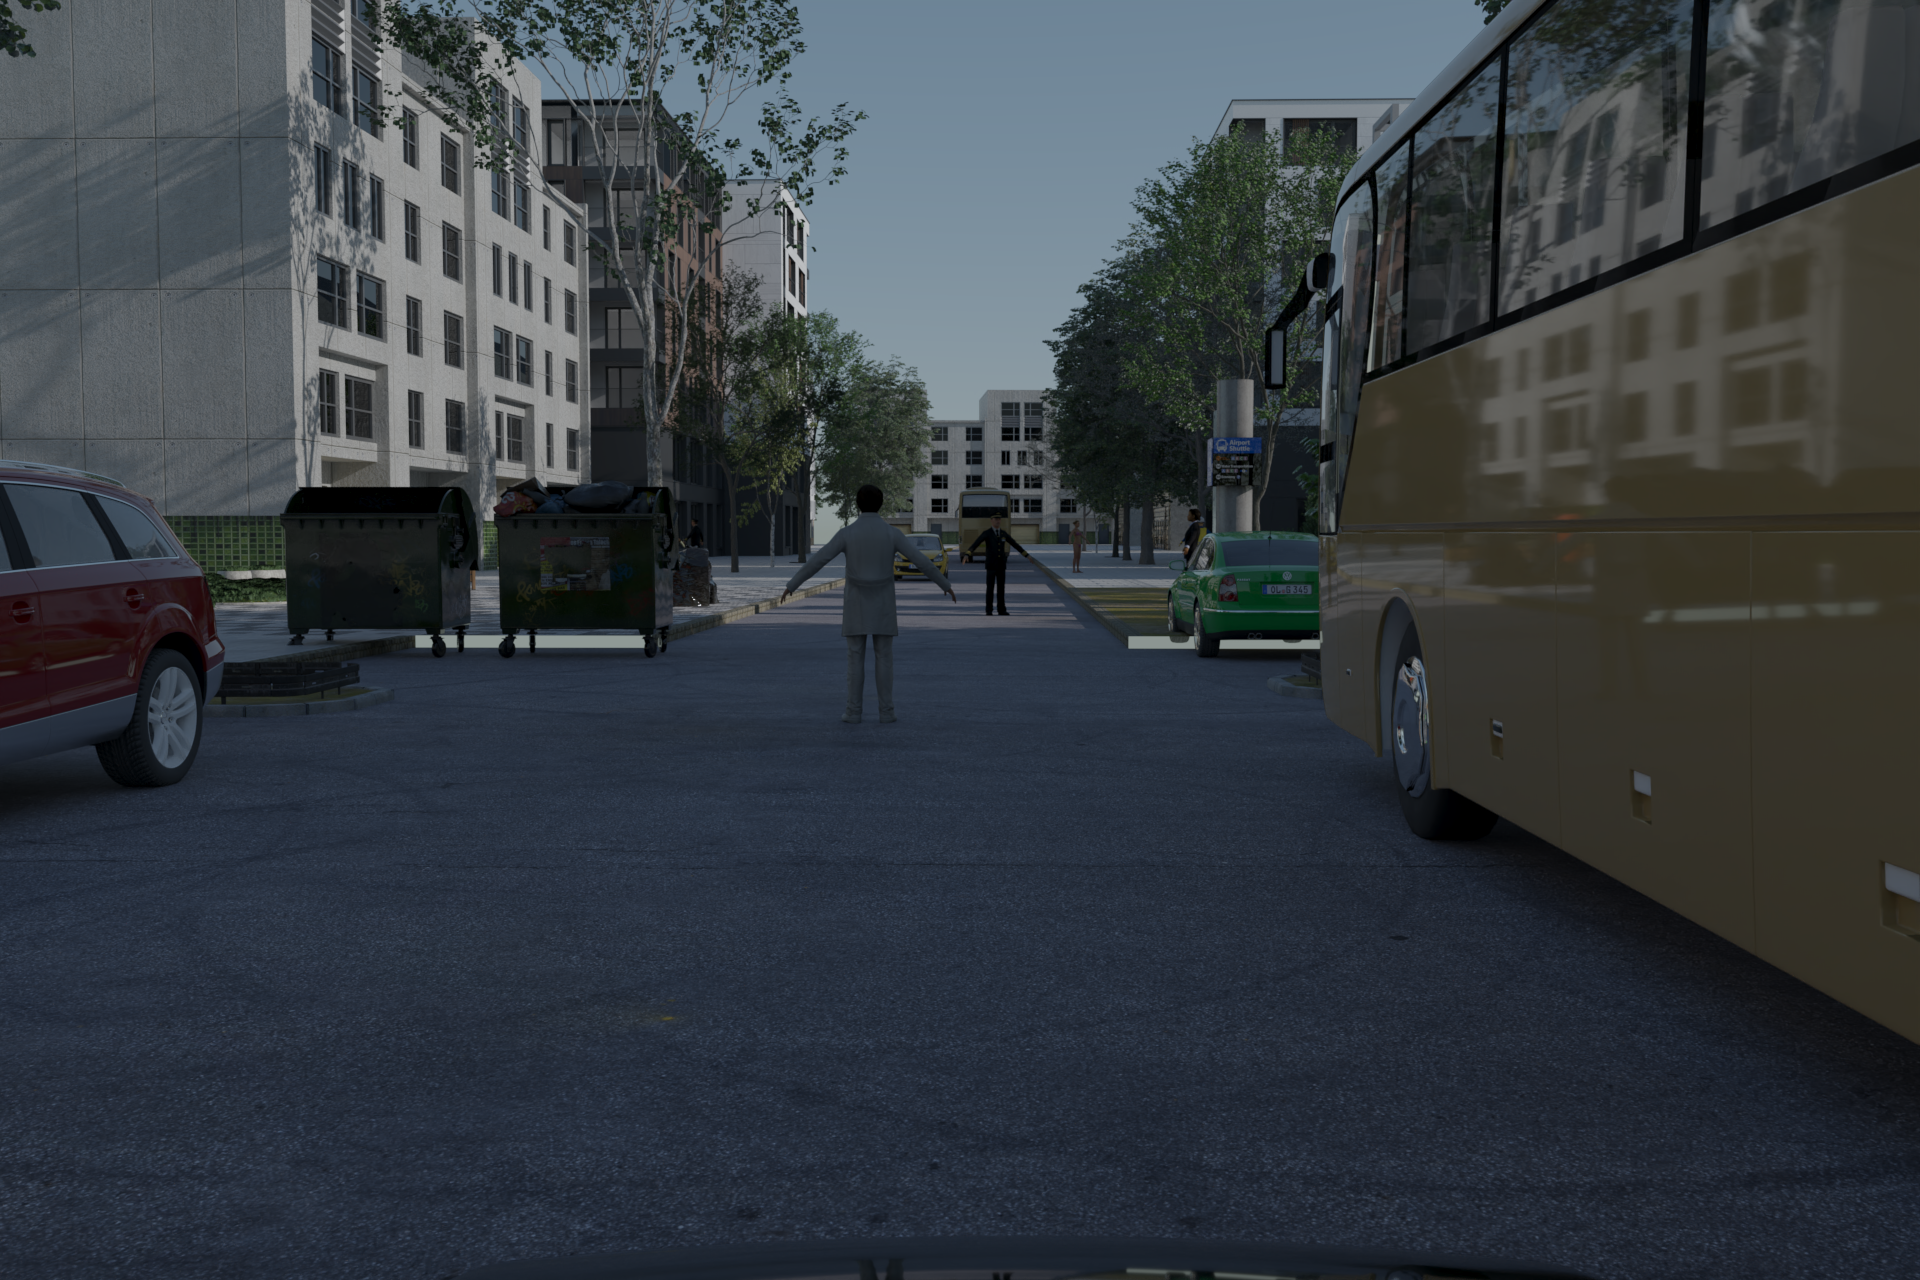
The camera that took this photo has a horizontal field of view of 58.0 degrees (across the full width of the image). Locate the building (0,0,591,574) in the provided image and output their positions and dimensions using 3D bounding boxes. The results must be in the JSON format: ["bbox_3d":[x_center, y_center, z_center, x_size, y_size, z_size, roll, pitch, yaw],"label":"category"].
[{"bbox_3d":[-24.929,-11.829,59.864,16.747,18.905,31.486,0,4,2],"label":"building"}]

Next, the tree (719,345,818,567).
[{"bbox_3d":[-7.356,-7.151,67.288,4.737,8.622,4.395,0,3,0],"label":"tree"}]

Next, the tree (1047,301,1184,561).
[{"bbox_3d":[8.117,-10.107,83.381,7.486,12.596,7.792,0,3,0],"label":"tree"}]

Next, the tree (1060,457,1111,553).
[{"bbox_3d":[9.064,-10.165,116.562,4.737,8.622,4.395,0,3,0],"label":"tree"}]

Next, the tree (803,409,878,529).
[{"bbox_3d":[-6.124,-8.948,96.669,4.360,8.622,3.978,0,3,0],"label":"tree"}]

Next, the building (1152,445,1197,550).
[{"bbox_3d":[25.811,-19.122,143.580,19.493,23.208,18.063,0,4,1],"label":"building"}]

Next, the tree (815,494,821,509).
[{"bbox_3d":[-19.605,-16.498,220.097,4.737,8.622,4.395,0,3,0],"label":"tree"}]

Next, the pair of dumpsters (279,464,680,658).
[{"bbox_3d":[-5.614,-0.946,20.420,4.436,2.255,1.574,0,4,1],"label":"pair of dumpsters"}]

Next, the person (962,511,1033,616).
[{"bbox_3d":[0.642,-1.350,30.467,1.347,1.837,0.705,-1,4,-22],"label":"person"}]

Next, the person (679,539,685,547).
[{"bbox_3d":[-8.464,-2.626,49.069,1.346,1.812,0.704,1,4,11],"label":"person"}]

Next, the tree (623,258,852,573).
[{"bbox_3d":[-7.422,-7.554,57.923,8.767,10.594,7.601,1,4,13],"label":"tree"}]

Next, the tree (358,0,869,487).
[{"bbox_3d":[-8.466,-11.366,41.726,12.611,20.169,13.585,0,3,0],"label":"tree"}]

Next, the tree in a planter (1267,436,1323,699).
[{"bbox_3d":[3.856,-1.131,15.707,1.991,3.239,1.994,0,4,1],"label":"tree in a planter"}]

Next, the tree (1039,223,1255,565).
[{"bbox_3d":[7.963,-10.154,72.681,9.857,13.997,8.962,0,3,0],"label":"tree"}]

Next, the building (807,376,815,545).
[{"bbox_3d":[-22.160,-20.305,188.414,16.016,20.090,11.380,0,4,2],"label":"building"}]

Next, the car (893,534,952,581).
[{"bbox_3d":[-1.239,-2.685,54.131,2.015,1.641,3.980,0,4,1],"label":"car"}]

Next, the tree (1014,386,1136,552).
[{"bbox_3d":[9.202,-13.187,125.975,12.009,13.543,11.850,0,3,0],"label":"tree"}]

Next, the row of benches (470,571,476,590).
[{"bbox_3d":[-12.442,-1.554,40.871,1.422,0.672,4.104,-3,4,-36],"label":"row of benches"}]

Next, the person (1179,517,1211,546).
[{"bbox_3d":[6.835,-2.617,49.257,1.216,1.772,0.721,0,4,3],"label":"person"}]

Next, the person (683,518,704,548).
[{"bbox_3d":[-9.017,-3.234,58.818,0.705,1.837,1.347,1,4,21],"label":"person"}]

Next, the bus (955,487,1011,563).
[{"bbox_3d":[1.193,-6.007,89.766,2.896,3.916,12.252,0,3,0],"label":"bus"}]

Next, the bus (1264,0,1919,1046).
[{"bbox_3d":[3.273,-0.815,4.877,2.896,3.916,12.252,0,4,1],"label":"bus"}]

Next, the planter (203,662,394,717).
[{"bbox_3d":[-5.903,0.404,14.531,1.991,0.319,1.994,0,4,1],"label":"planter"}]

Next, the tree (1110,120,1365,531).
[{"bbox_3d":[7.409,-7.145,42.573,9.928,11.665,9.643,0,3,0],"label":"tree"}]

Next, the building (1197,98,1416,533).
[{"bbox_3d":[27.153,-15.518,97.697,27.936,21.610,32.646,0,4,2],"label":"building"}]

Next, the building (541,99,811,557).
[{"bbox_3d":[-24.246,-15.551,98.235,27.936,21.610,32.646,0,4,2],"label":"building"}]

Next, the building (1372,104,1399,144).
[{"bbox_3d":[23.630,-13.523,77.528,16.016,20.090,11.380,0,4,1],"label":"building"}]

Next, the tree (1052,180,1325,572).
[{"bbox_3d":[8.273,-9.040,58.180,12.009,13.543,11.850,0,3,0],"label":"tree"}]

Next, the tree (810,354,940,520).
[{"bbox_3d":[-6.297,-13.268,123.591,9.857,13.997,8.962,0,3,0],"label":"tree"}]

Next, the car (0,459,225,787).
[{"bbox_3d":[-5.523,0.017,8.393,2.281,1.827,5.304,0,4,1],"label":"car"}]

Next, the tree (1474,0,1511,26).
[{"bbox_3d":[10.169,-6.988,20.914,9.857,13.997,8.962,0,3,0],"label":"tree"}]

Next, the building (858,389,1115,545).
[{"bbox_3d":[2.907,-21.398,218.765,31.486,18.905,16.747,0,4,-3],"label":"building"}]

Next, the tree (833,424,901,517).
[{"bbox_3d":[-6.788,-9.988,113.661,4.360,8.622,3.978,0,3,0],"label":"tree"}]

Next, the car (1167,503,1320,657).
[{"bbox_3d":[3.644,-0.776,21.484,1.959,1.807,4.718,0,4,0],"label":"car"}]

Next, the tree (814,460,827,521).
[{"bbox_3d":[-19.899,-18.045,213.156,7.486,12.596,7.792,0,3,0],"label":"tree"}]

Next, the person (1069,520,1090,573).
[{"bbox_3d":[3.931,-3.085,57.239,0.721,1.733,1.217,3,4,36],"label":"person"}]

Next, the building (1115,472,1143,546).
[{"bbox_3d":[27.171,-22.091,192.110,19.493,23.208,18.063,0,4,1],"label":"building"}]

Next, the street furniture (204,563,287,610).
[{"bbox_3d":[-14.146,-1.073,33.167,5.734,0.657,10.072,1,4,16],"label":"street furniture"}]

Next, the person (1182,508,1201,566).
[{"bbox_3d":[4.092,-1.486,31.023,0.721,1.740,1.216,1,4,12],"label":"person"}]

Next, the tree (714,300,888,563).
[{"bbox_3d":[-6.996,-9.219,76.494,9.928,11.665,9.643,0,3,0],"label":"tree"}]

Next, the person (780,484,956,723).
[{"bbox_3d":[-0.689,-0.278,13.187,1.347,1.806,0.705,0,4,-6],"label":"person"}]

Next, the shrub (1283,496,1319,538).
[{"bbox_3d":[5.894,-1.456,27.845,1.661,2.075,1.752,0,3,0],"label":"shrub"}]

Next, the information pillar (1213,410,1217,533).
[{"bbox_3d":[4.935,-2.519,32.504,0.184,3.620,1.656,0,4,1],"label":"information pillar"}]

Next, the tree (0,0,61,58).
[{"bbox_3d":[-11.789,-6.525,13.344,9.857,13.997,8.962,0,3,0],"label":"tree"}]

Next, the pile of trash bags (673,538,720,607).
[{"bbox_3d":[-5.373,-1.275,30.591,1.912,1.369,3.447,0,4,3],"label":"pile of trash bags"}]

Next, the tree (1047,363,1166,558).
[{"bbox_3d":[8.468,-10.327,94.600,9.928,11.665,9.643,0,3,0],"label":"tree"}]

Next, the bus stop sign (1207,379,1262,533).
[{"bbox_3d":[4.714,-2.493,29.785,0.837,3.901,0.837,0,4,2],"label":"bus stop sign"}]
